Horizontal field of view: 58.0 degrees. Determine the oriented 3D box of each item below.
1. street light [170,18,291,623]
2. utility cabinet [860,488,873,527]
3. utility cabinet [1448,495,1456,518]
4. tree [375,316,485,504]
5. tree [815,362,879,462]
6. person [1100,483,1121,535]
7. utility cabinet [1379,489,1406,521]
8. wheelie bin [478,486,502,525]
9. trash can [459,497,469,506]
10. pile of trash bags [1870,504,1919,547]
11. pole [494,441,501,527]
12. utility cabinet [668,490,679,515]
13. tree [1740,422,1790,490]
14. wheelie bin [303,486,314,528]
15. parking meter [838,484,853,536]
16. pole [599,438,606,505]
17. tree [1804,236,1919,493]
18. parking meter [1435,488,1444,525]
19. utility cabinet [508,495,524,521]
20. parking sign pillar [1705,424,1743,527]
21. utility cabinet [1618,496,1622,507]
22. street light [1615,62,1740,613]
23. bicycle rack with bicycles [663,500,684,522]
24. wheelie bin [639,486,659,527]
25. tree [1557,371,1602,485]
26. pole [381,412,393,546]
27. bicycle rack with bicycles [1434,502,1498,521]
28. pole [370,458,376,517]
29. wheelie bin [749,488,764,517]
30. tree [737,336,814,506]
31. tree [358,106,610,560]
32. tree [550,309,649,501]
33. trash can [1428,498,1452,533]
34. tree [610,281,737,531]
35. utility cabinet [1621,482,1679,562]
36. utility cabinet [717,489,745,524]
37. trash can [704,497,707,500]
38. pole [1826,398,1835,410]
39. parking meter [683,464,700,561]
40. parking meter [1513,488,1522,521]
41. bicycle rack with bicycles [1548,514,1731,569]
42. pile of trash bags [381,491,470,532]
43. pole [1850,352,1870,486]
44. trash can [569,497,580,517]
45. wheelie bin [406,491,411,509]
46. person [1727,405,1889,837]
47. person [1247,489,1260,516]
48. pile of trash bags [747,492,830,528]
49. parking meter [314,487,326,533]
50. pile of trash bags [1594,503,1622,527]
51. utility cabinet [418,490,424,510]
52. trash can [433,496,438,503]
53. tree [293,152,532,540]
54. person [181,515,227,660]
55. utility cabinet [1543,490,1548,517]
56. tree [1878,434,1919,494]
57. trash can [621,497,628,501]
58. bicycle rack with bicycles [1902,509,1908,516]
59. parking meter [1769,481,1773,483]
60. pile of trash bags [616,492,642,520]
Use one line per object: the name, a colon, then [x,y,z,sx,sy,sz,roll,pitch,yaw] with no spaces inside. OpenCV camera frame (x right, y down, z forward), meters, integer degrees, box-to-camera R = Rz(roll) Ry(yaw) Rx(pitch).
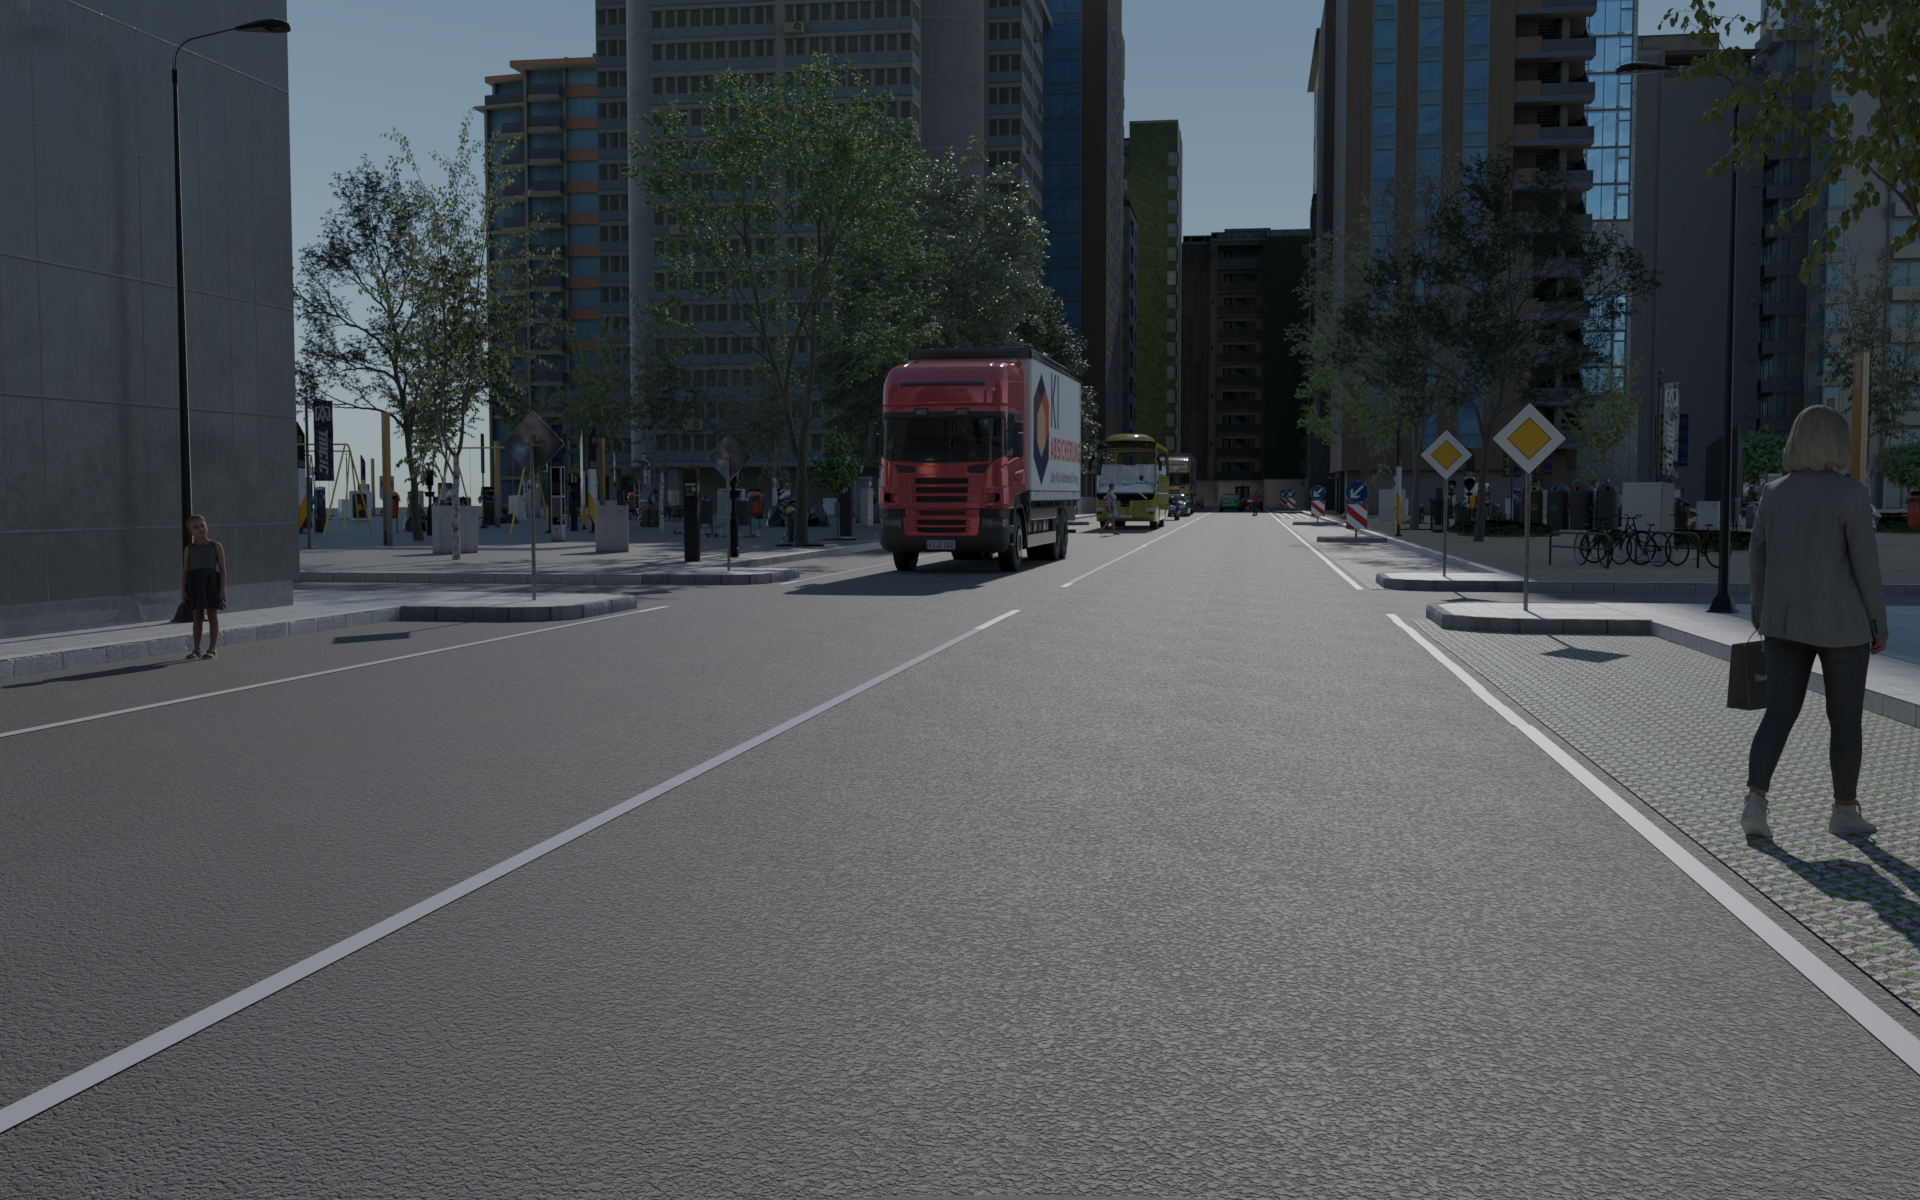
street light: [-7.222,-2.729,17.163,1.470,5.913,1.316,1,4,9]
utility cabinet: [-3.665,-3.622,67.893,0.318,1.500,1.173,0,4,7]
utility cabinet: [26.112,-4.944,91.988,0.306,1.237,1.020,1,4,8]
tree: [-20.305,-7.145,67.190,4.737,8.622,4.395,0,3,0]
tree: [-5.755,-8.589,90.796,4.737,8.622,4.395,0,3,0]
person: [5.208,-3.158,60.232,0.778,1.811,0.616,2,4,23]
utility cabinet: [20.027,-4.380,80.284,1.173,1.500,0.318,1,4,10]
wheelie bin: [-19.397,-3.891,71.528,0.980,1.594,0.693,-2,4,-23]
trash can: [-25.135,-4.640,87.515,0.748,1.137,0.748,0,3,0]
pile of trash bags: [22.320,-2.028,42.908,1.912,1.369,3.447,-3,4,-36]
pole: [-17.797,-4.450,66.595,0.158,3.312,0.155,0,3,0]
utility cabinet: [-17.308,-5.874,104.717,0.318,1.500,1.173,1,4,10]
tree: [36.966,-5.860,79.530,4.285,4.588,4.351,0,3,0]
wheelie bin: [-24.710,-3.491,64.980,0.980,1.594,0.693,-2,4,-28]
parking meter: [-3.490,-2.880,52.795,0.399,1.863,0.255,0,4,8]
pole: [-13.016,-4.231,63.024,0.158,3.312,0.155,0,3,0]
tree: [26.242,-6.061,49.463,4.360,8.622,3.978,0,3,0]
parking meter: [19.868,-3.873,71.729,0.372,1.533,0.369,0,3,0]
utility cabinet: [-21.400,-4.423,83.484,0.306,1.237,1.020,-3,5,-41]
parking sign pillar: [29.817,-4.840,67.612,1.447,3.967,1.447,-3,4,-37]
utility cabinet: [28.723,-3.943,75.636,1.020,1.237,0.306,3,4,39]
street light: [7.750,-2.824,18.720,1.470,5.913,1.316,1,4,9]
bicycle rack with bicycles: [-12.892,-4.126,80.838,2.925,0.926,2.852,-3,5,-40]
wheelie bin: [-12.066,-3.643,67.475,0.693,1.594,0.980,-3,5,-45]
tree: [31.913,-8.270,85.574,4.737,8.622,4.395,0,3,0]
pole: [-14.290,-3.017,43.176,0.158,3.312,0.155,0,3,0]
bicycle rack with bicycles: [21.864,-3.735,74.450,2.852,0.926,2.925,0,4,2]
pole: [-33.551,-6.431,98.989,0.158,3.312,0.155,0,3,0]
wheelie bin: [-11.551,-5.500,97.830,0.980,1.594,0.693,1,4,12]
tree: [-8.674,-7.825,78.298,4.360,8.622,3.978,0,3,0]
tree: [-9.793,-5.106,33.840,4.360,8.622,3.978,0,3,0]
tree: [-14.634,-7.304,69.786,4.737,8.622,4.395,0,3,0]
trash can: [15.904,-2.799,57.423,0.748,1.137,0.748,0,3,0]
tree: [-10.423,-6.740,60.556,4.360,8.622,3.978,0,3,0]
utility cabinet: [13.055,-1.479,32.857,0.318,1.500,1.173,-1,4,-14]
utility cabinet: [-9.656,-3.939,73.081,1.173,1.500,0.318,1,4,21]
trash can: [-14.028,-5.020,93.729,0.748,1.137,0.748,0,3,0]
pole: [18.529,-2.637,36.951,0.158,3.312,0.155,0,3,0]
parking meter: [-5.118,-1.673,33.058,0.255,1.863,0.399,0,4,1]
parking meter: [23.332,-3.916,72.443,0.372,1.533,0.369,0,3,0]
bicycle rack with bicycles: [11.827,-1.068,30.844,2.852,0.926,2.925,-1,4,-12]
pile of trash bags: [-18.455,-3.051,59.638,1.912,1.369,3.447,2,4,30]
pole: [13.006,-1.911,25.080,0.158,3.312,0.155,0,3,0]
trash can: [-21.889,-5.297,98.263,0.748,1.137,0.748,0,3,0]
wheelie bin: [-33.805,-6.061,107.011,0.693,1.594,0.980,-2,4,-35]
person: [3.504,0.086,7.272,0.728,1.800,0.709,-2,4,-30]
person: [19.480,-6.451,114.701,0.721,1.743,1.217,-2,4,-31]
pile of trash bags: [-6.838,-3.523,67.352,1.912,1.369,3.447,3,5,44]
parking meter: [-21.403,-3.028,57.912,0.372,1.533,0.369,0,3,0]
pile of trash bags: [25.629,-3.548,67.761,3.447,1.369,1.912,-2,4,-32]
utility cabinet: [-31.754,-5.694,101.770,0.318,1.500,1.173,0,4,-6]
trash can: [-32.542,-5.890,107.953,0.748,1.137,0.748,0,3,0]
tree: [-15.391,-6.941,47.897,7.601,10.594,8.767,0,4,7]
person: [-6.572,-0.115,15.055,0.362,1.253,0.373,0,4,-4]
utility cabinet: [32.052,-5.191,93.559,1.173,1.500,0.318,2,4,34]
tree: [51.395,-6.718,93.560,4.285,4.588,4.351,0,3,0]
trash can: [-19.932,-5.561,102.582,0.748,1.137,0.748,0,3,0]
bicycle rack with bicycles: [42.790,-3.817,75.795,2.925,0.926,2.852,-2,4,-35]
parking meter: [15.862,-1.539,33.577,0.372,1.533,0.369,0,3,0]
pile of trash bags: [-16.300,-4.706,86.703,1.912,1.369,3.447,-1,4,-17]
